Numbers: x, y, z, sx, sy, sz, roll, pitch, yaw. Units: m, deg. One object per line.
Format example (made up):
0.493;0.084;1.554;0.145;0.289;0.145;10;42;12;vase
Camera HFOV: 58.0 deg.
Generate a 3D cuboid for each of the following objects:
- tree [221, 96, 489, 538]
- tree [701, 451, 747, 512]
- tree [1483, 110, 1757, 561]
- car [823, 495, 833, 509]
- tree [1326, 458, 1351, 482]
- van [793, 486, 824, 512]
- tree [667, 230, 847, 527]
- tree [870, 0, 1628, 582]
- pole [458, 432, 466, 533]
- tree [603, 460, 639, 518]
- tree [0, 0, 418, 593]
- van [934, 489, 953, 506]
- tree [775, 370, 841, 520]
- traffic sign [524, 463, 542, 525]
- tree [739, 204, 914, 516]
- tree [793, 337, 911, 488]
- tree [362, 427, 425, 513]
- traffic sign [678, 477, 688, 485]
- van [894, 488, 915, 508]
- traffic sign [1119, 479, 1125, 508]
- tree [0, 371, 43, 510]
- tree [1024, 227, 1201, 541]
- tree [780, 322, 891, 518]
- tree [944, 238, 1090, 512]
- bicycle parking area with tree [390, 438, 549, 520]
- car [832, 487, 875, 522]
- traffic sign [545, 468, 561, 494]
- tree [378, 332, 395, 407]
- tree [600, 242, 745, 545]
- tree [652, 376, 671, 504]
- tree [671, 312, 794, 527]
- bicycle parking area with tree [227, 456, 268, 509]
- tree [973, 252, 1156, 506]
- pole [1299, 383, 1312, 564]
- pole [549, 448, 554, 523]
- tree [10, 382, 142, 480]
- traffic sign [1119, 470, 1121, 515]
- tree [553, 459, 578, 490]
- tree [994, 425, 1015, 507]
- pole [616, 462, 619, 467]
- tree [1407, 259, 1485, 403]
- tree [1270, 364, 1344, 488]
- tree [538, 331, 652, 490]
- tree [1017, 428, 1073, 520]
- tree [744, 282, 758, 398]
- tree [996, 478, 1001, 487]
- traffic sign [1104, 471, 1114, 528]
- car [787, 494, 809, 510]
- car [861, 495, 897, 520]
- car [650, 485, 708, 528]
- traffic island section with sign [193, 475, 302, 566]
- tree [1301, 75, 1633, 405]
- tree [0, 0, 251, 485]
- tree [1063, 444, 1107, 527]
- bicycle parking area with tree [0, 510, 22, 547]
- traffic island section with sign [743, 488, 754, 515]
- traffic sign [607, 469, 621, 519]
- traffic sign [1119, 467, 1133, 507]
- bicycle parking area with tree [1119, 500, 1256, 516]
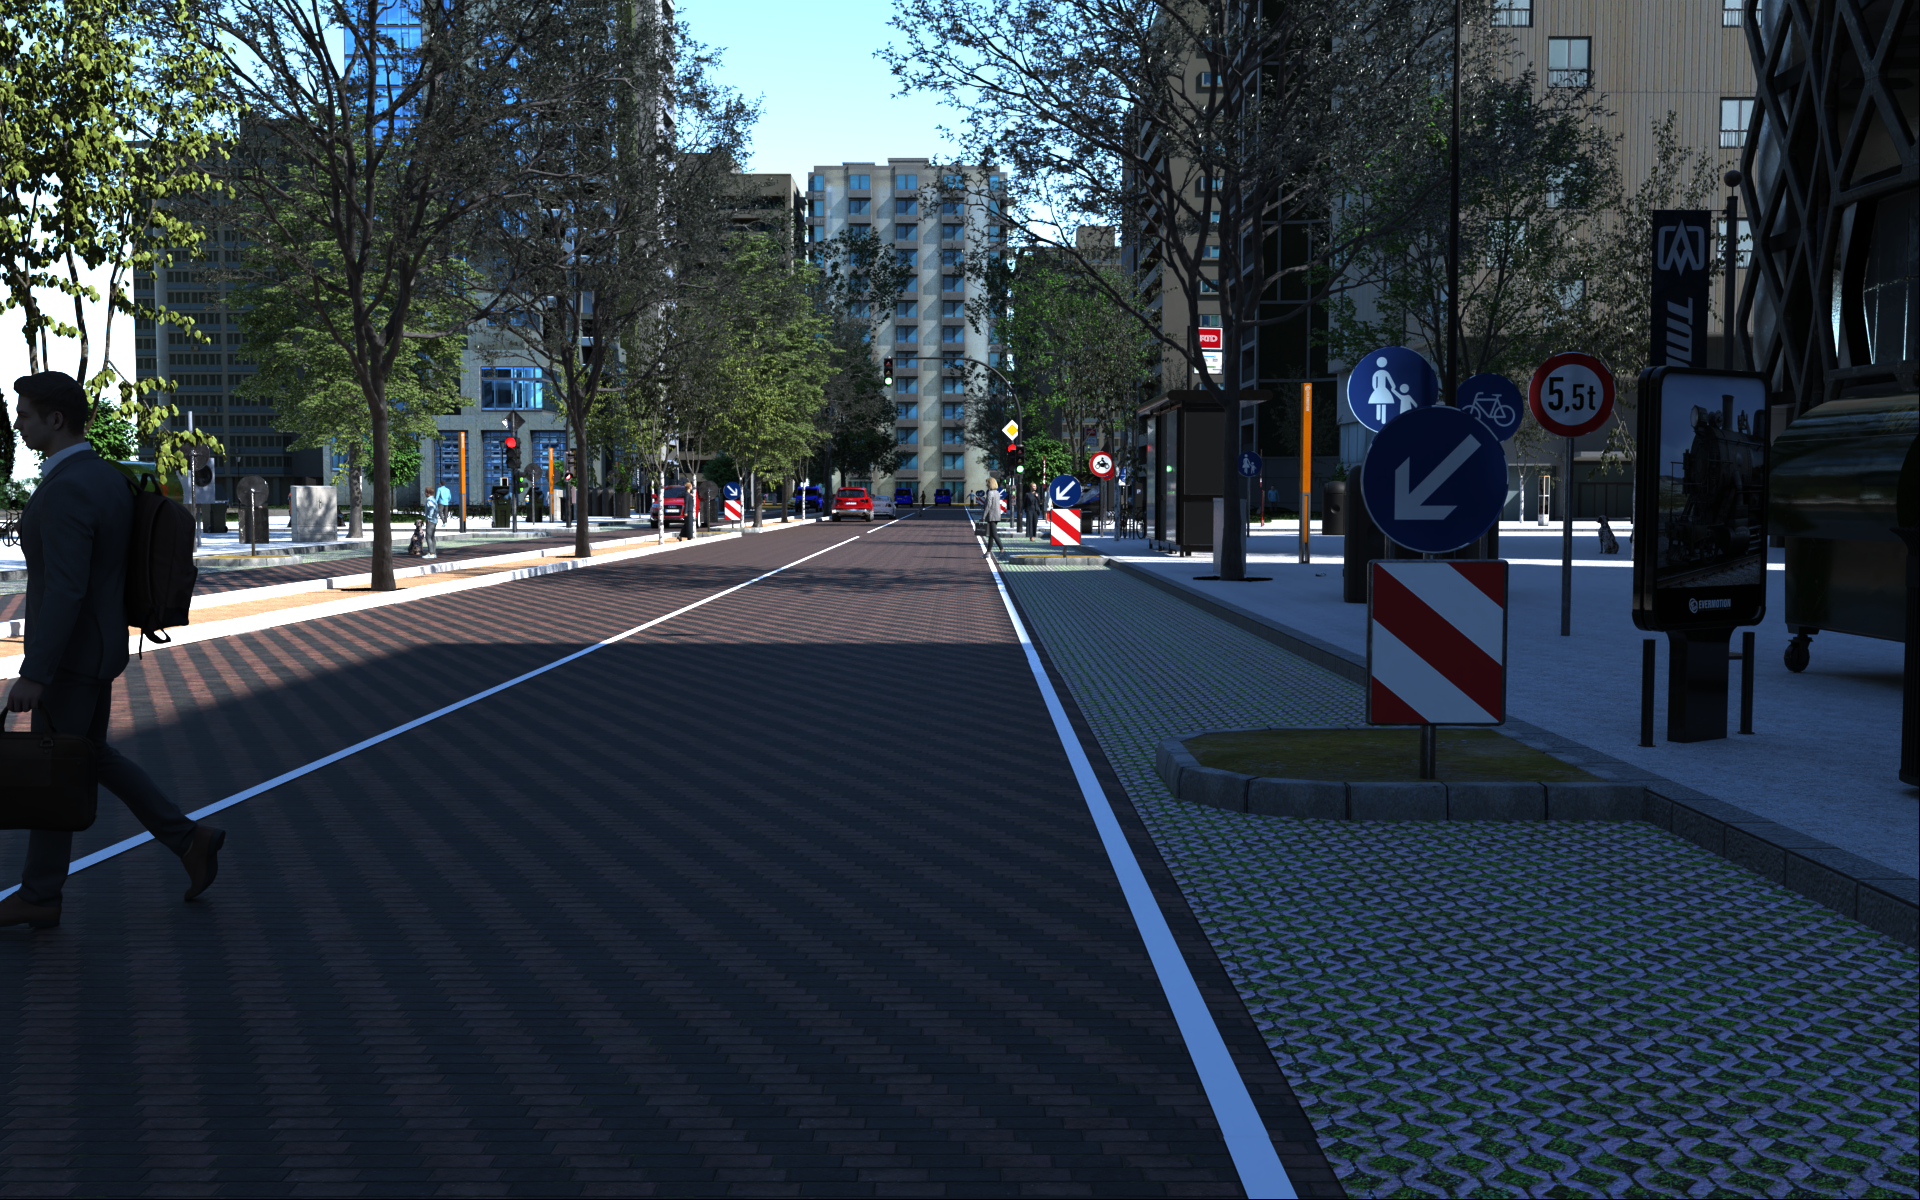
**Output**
-17.648;-8.101;50.577;7.486;12.596;7.792;0;3;0;tree
-17.213;-8.726;126.379;4.285;4.588;4.351;0;3;0;tree
12.708;-5.052;32.966;4.360;8.622;3.978;0;3;0;tree
-12.209;-9.320;162.176;2.009;1.686;4.222;0;4;-2;car
20.328;-5.979;92.356;1.663;3.219;1.824;0;3;0;tree
-11.981;-8.141;137.483;2.240;2.365;5.245;0;3;0;van
-8.777;-9.404;74.344;7.486;12.596;7.792;0;3;0;tree
3.912;-7.028;25.275;12.009;13.543;11.850;0;3;0;tree
-16.401;-3.866;57.057;0.158;3.312;0.155;0;3;0;pole
-18.039;-5.986;92.480;1.663;3.219;1.824;0;3;0;tree
-8.448;-6.856;24.915;12.009;13.543;11.850;0;3;0;tree
-1.992;-12.273;205.042;2.240;2.365;5.245;0;4;0;van
-8.475;-8.610;93.592;4.360;8.622;3.978;0;3;0;tree
-17.547;-4.349;71.208;0.768;2.556;0.104;0;4;2;traffic sign
-9.751;-15.589;113.234;12.611;20.169;13.585;0;3;0;tree
-8.419;-12.550;124.652;9.611;12.733;9.660;0;3;0;tree
-27.397;-6.086;83.219;4.285;4.588;4.351;0;3;0;tree
-20.957;-7.999;130.895;0.768;2.556;0.104;1;4;10;traffic sign
-6.027;-11.134;186.424;2.240;2.365;5.245;0;4;0;van
8.072;-5.099;85.501;0.606;2.300;0.079;0;4;5;traffic sign
-72.929;-13.738;126.430;13.155;14.587;18.604;-1;4;-14;tree
4.108;-5.906;46.923;4.360;8.622;3.978;0;3;0;tree
-7.825;-10.638;102.146;9.928;11.665;9.643;0;3;0;tree
4.997;-16.521;126.008;12.611;20.169;13.585;0;3;0;tree
-25.472;-6.354;90.882;9.016;4.147;8.231;2;4;35;bicycle parking area with tree
-5.587;-4.996;90.354;2.281;1.827;5.304;0;4;-1;car
-19.593;-5.091;83.338;0.768;2.556;0.104;0;4;6;traffic sign
-24.695;-7.342;70.411;4.737;8.622;4.395;0;3;0;tree
-8.368;-5.846;48.399;4.360;8.622;3.978;0;3;0;tree
-17.623;-9.032;98.034;4.737;8.622;4.395;0;3;0;tree
-8.392;-6.954;66.523;4.737;8.622;4.395;0;3;0;tree
-56.638;-8.730;129.744;8.231;4.147;9.016;0;4;6;bicycle parking area with tree
4.888;-9.078;74.179;9.928;11.665;9.643;0;3;0;tree
6.368;-2.330;31.939;0.158;3.312;0.155;0;3;0;pole
-18.100;-5.067;76.686;0.158;3.312;0.155;0;3;0;pole
-24.895;-3.994;49.020;4.285;4.588;4.351;0;3;0;tree
8.500;-5.602;91.703;0.768;2.556;0.104;0;4;1;traffic sign
-31.100;-9.428;137.860;4.285;4.588;4.351;0;3;0;tree
5.103;-13.681;174.052;4.737;8.622;4.395;0;3;0;tree
-21.493;-7.029;108.764;0.158;3.312;0.155;0;3;0;pole
14.781;-6.031;48.967;4.360;8.622;3.978;0;3;0;tree
19.334;-9.005;97.594;4.360;8.622;3.978;0;3;0;tree
-16.984;-7.875;79.125;4.737;8.622;4.395;0;3;0;tree
4.107;-6.296;86.659;4.285;4.588;4.351;0;3;0;tree
-8.461;-6.243;54.900;4.360;8.622;3.978;0;3;0;tree
4.564;-13.026;207.568;1.663;3.219;1.824;0;3;0;tree
5.437;-3.954;64.759;0.768;2.556;0.104;1;4;8;traffic sign
-14.757;-9.027;157.816;2.015;1.641;3.980;0;4;1;car
-4.638;-5.290;98.848;2.083;1.381;4.827;0;4;1;car
-11.906;-3.984;73.806;2.281;1.827;5.304;0;4;-2;car
-14.509;-1.617;35.064;1.989;1.847;2.006;0;3;0;traffic island section with sign
12.240;-7.124;42.232;9.928;11.665;9.643;0;3;0;tree
-8.367;-3.851;15.777;4.737;8.622;4.395;0;3;0;tree
5.065;-4.439;67.179;1.663;3.219;1.824;0;3;0;tree
-26.846;-3.209;39.463;8.231;4.147;9.016;1;4;21;bicycle parking area with tree
-14.525;-6.693;118.057;1.989;1.847;2.006;0;3;0;traffic island section with sign
-17.757;-5.436;88.987;0.768;2.556;0.104;0;4;1;traffic sign
7.725;-4.903;80.278;0.768;2.556;0.104;0;4;1;traffic sign
13.110;-7.194;104.630;9.016;4.147;8.231;0;4;4;bicycle parking area with tree
